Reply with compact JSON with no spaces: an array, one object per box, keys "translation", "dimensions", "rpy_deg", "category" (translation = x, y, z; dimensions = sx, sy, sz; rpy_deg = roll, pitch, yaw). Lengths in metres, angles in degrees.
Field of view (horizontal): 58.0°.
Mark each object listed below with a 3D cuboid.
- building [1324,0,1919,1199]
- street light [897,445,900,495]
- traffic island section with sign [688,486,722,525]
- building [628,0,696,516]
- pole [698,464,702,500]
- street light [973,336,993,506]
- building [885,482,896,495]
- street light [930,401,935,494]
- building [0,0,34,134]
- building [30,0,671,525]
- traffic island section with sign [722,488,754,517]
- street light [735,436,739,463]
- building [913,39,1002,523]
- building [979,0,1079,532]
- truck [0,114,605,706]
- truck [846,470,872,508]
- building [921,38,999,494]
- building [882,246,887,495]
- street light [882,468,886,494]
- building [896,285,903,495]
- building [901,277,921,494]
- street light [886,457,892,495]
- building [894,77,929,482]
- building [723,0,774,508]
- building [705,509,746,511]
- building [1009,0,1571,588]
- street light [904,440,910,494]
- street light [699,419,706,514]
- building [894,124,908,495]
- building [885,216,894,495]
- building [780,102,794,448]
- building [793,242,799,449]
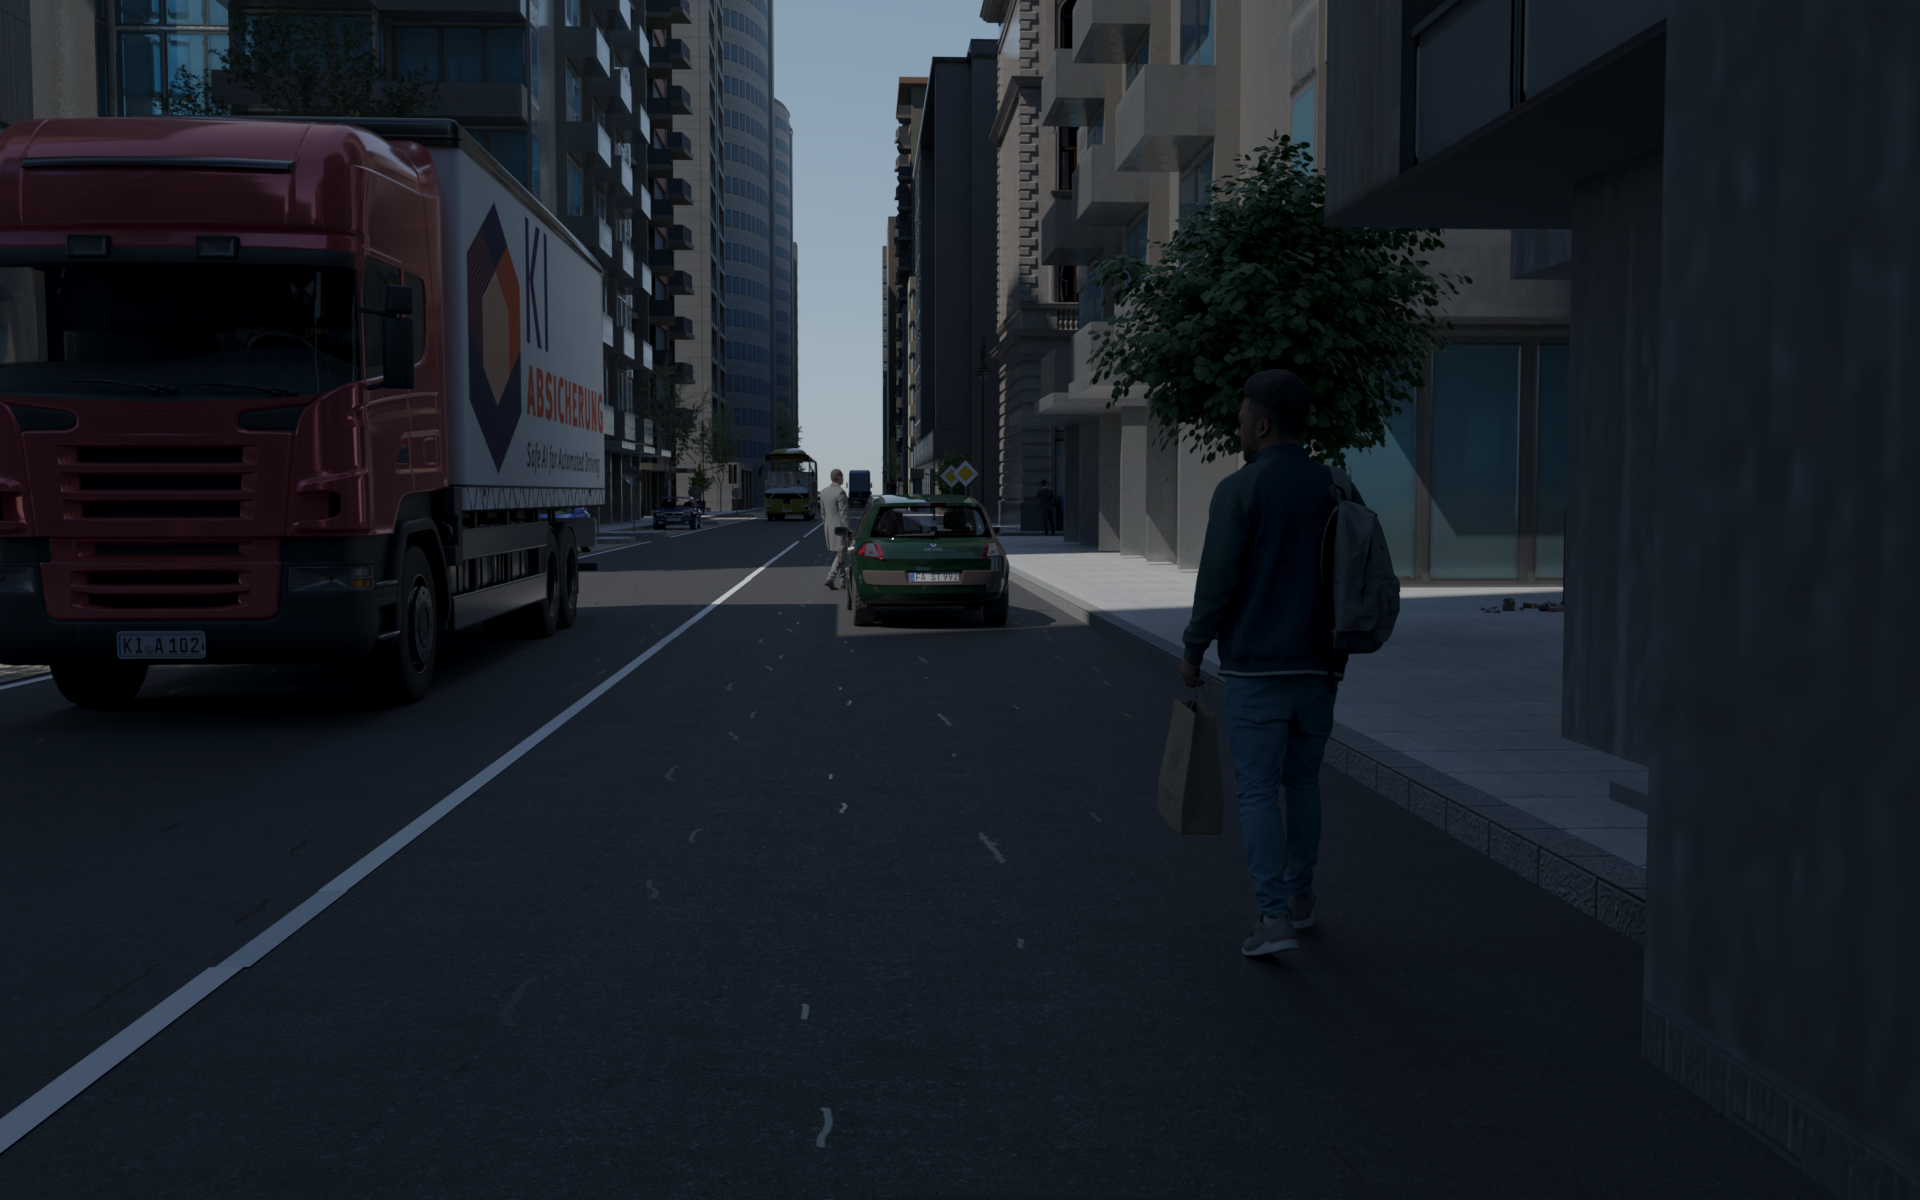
[{"translation":[8.649,-19.672,5.236],"dimensions":[14.154,41.232,14.086],"rpy_deg":[0,4,-3],"category":"building"},{"translation":[-5.720,-11.553,161.676],"dimensions":[0.468,5.910,1.993],"rpy_deg":[0,4,-3],"category":"street light"},{"translation":[-12.293,-4.402,80.594],"dimensions":[1.989,1.847,2.006],"rpy_deg":[0,4,-3],"category":"traffic island section with sign"},{"translation":[-28.585,-27.777,108.778],"dimensions":[22.147,44.769,28.867],"rpy_deg":[0,4,-3],"category":"building"},{"translation":[-17.559,-7.526,116.887],"dimensions":[0.158,3.312,0.155],"rpy_deg":[0,3,0],"category":"pole"},{"translation":[0.671,-4.764,50.685],"dimensions":[0.468,5.910,1.993],"rpy_deg":[0,4,-3],"category":"street light"},{"translation":[5.252,-34.282,252.395],"dimensions":[32.217,40.220,23.993],"rpy_deg":[0,4,-3],"category":"building"},{"translation":[-1.276,-6.908,85.728],"dimensions":[0.468,5.910,1.993],"rpy_deg":[0,4,-3],"category":"street light"},{"translation":[-37.571,-27.112,32.527],"dimensions":[27.495,52.752,28.713],"rpy_deg":[0,4,-3],"category":"building"},{"translation":[-25.014,-27.620,71.198],"dimensions":[23.786,49.044,30.456],"rpy_deg":[0,4,-3],"category":"building"},{"translation":[-13.868,-6.079,108.025],"dimensions":[1.989,1.847,2.006],"rpy_deg":[0,4,-3],"category":"traffic island section with sign"},{"translation":[-17.390,-9.942,135.343],"dimensions":[0.468,5.910,1.993],"rpy_deg":[0,4,-3],"category":"street light"},{"translation":[5.133,-16.563,89.872],"dimensions":[14.314,24.678,30.058],"rpy_deg":[0,4,-3],"category":"building"},{"translation":[11.024,-14.370,63.828],"dimensions":[19.941,23.489,11.050],"rpy_deg":[0,4,-3],"category":"building"},{"translation":[-5.103,-1.607,15.183],"dimensions":[2.839,4.237,11.283],"rpy_deg":[0,4,-4],"category":"truck"},{"translation":[-10.700,-12.101,187.609],"dimensions":[2.967,4.110,18.799],"rpy_deg":[0,4,-5],"category":"truck"},{"translation":[3.166,-20.920,119.529],"dimensions":[11.434,29.767,29.804],"rpy_deg":[0,4,-3],"category":"building"},{"translation":[-5.828,-36.861,286.275],"dimensions":[14.154,41.232,14.086],"rpy_deg":[0,4,-3],"category":"building"},{"translation":[-10.371,-16.572,243.732],"dimensions":[0.468,5.910,1.993],"rpy_deg":[0,4,-3],"category":"street light"},{"translation":[-1.587,-28.204,232.842],"dimensions":[14.160,30.474,14.107],"rpy_deg":[0,4,-3],"category":"building"},{"translation":[9.007,-18.838,153.036],"dimensions":[27.650,21.520,28.899],"rpy_deg":[0,4,-3],"category":"building"},{"translation":[-8.409,-14.514,210.097],"dimensions":[0.468,5.910,1.993],"rpy_deg":[0,4,-3],"category":"street light"},{"translation":[4.332,-32.219,181.398],"dimensions":[22.147,44.769,28.867],"rpy_deg":[0,4,-3],"category":"building"},{"translation":[-29.118,-38.255,167.468],"dimensions":[21.231,58.520,28.212],"rpy_deg":[0,4,-3],"category":"building"},{"translation":[-27.822,-43.061,142.305],"dimensions":[20.563,71.187,20.611],"rpy_deg":[0,4,-3],"category":"building"},{"translation":[13.591,-25.439,35.541],"dimensions":[23.786,49.044,30.456],"rpy_deg":[0,4,-3],"category":"building"},{"translation":[-4.089,-9.845,133.761],"dimensions":[0.468,5.910,1.993],"rpy_deg":[0,4,-3],"category":"street light"},{"translation":[-15.850,-8.200,106.854],"dimensions":[0.468,5.910,1.993],"rpy_deg":[0,4,-3],"category":"street light"},{"translation":[0.051,-33.814,202.972],"dimensions":[14.600,45.320,14.200],"rpy_deg":[0,4,-3],"category":"building"},{"translation":[-4.392,-37.977,271.034],"dimensions":[14.600,45.320,14.200],"rpy_deg":[0,4,-3],"category":"building"},{"translation":[-35.179,-43.363,250.976],"dimensions":[21.231,58.520,28.212],"rpy_deg":[0,4,-3],"category":"building"},{"translation":[-32.732,-36.037,272.802],"dimensions":[14.154,41.232,14.086],"rpy_deg":[0,4,-3],"category":"building"}]
